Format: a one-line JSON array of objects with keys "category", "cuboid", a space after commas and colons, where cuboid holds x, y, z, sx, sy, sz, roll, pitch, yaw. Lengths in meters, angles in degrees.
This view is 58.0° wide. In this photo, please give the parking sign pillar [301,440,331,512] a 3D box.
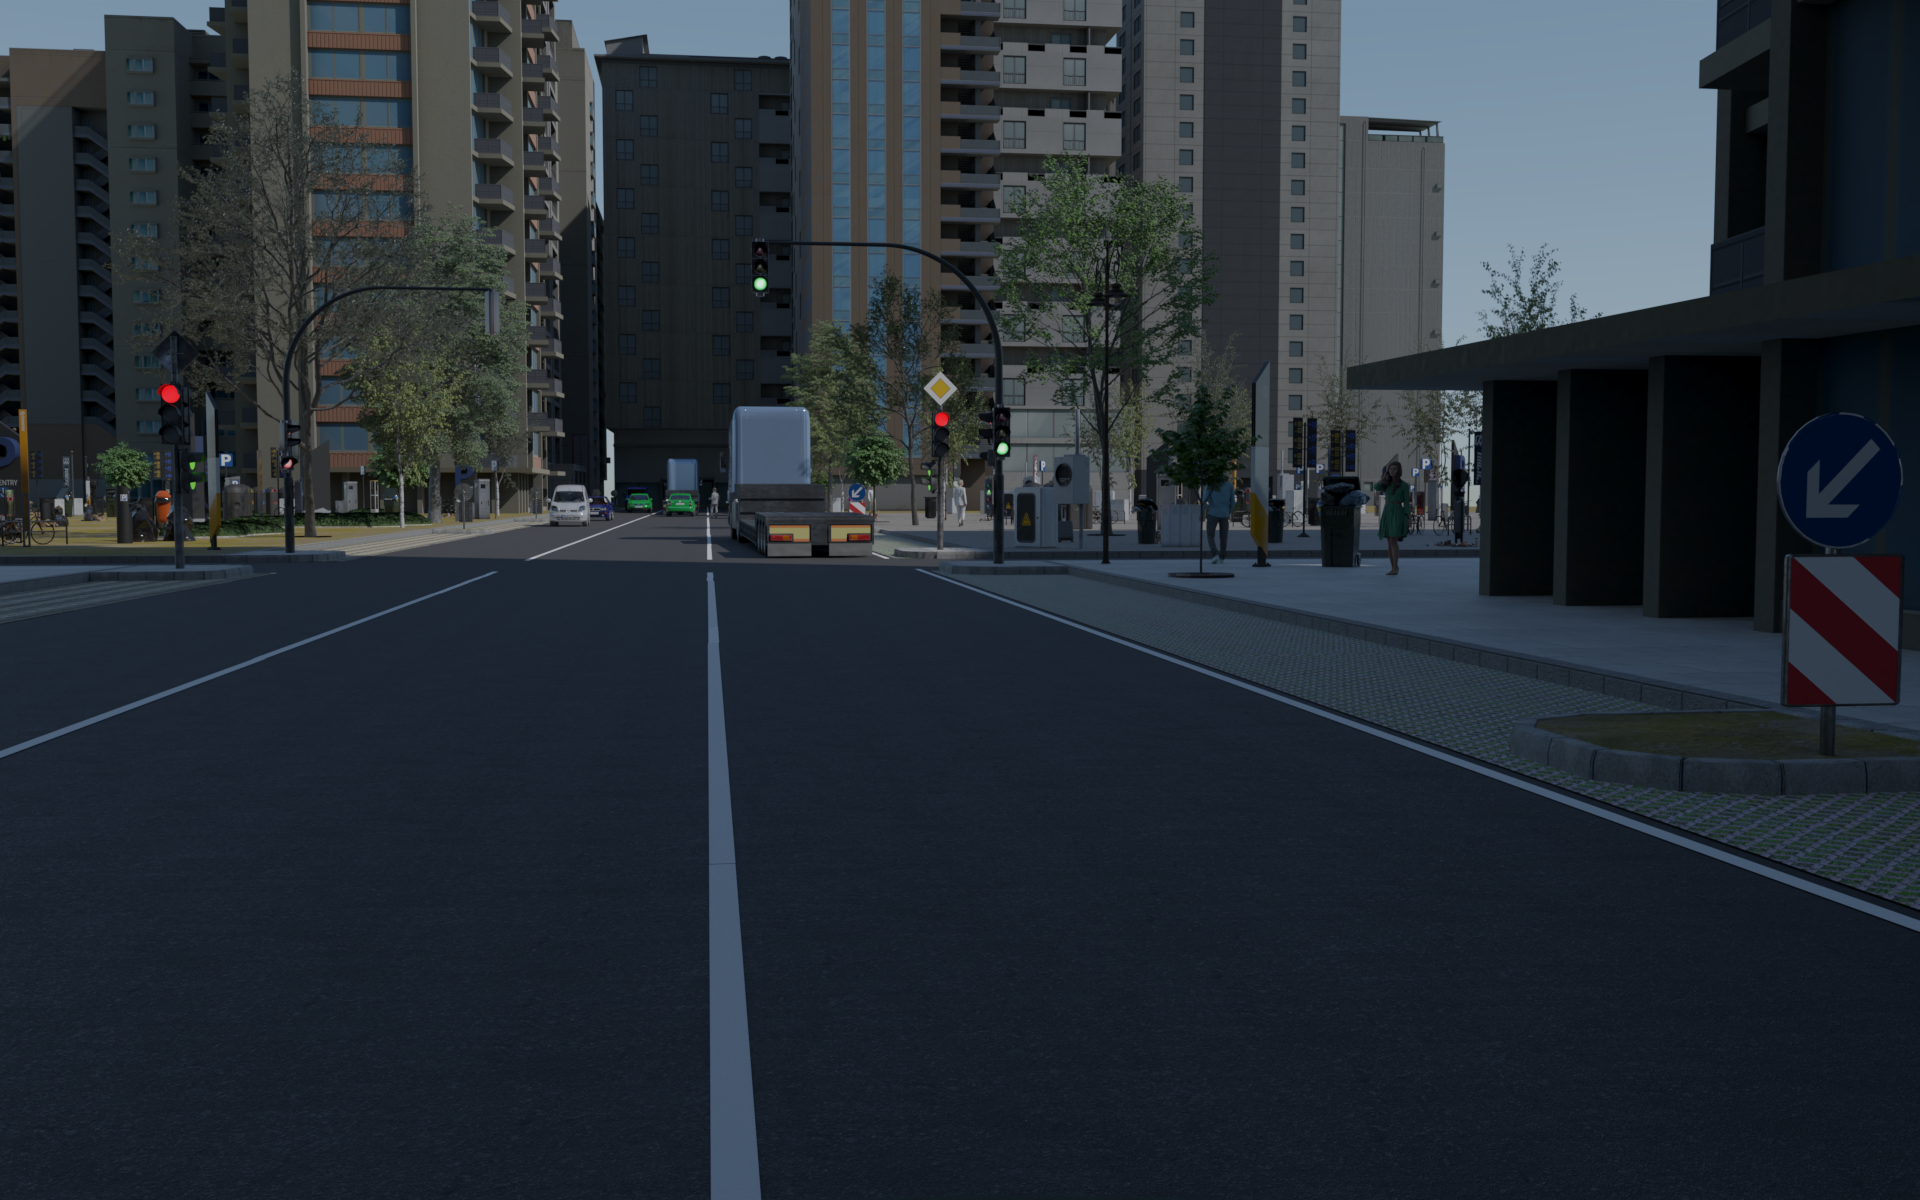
[{"category": "parking sign pillar", "cuboid": [-31.841, -5.938, 85.558, 1.447, 3.967, 1.447, -3, 4, -36]}]

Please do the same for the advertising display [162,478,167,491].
[{"category": "advertising display", "cuboid": [-32.238, -3.977, 70.234, 0.123, 1.923, 0.974, -1, 4, -23]}]

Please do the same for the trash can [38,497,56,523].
[{"category": "trash can", "cuboid": [-40.963, -4.042, 77.746, 0.748, 1.137, 0.748, 0, 3, 0]}]

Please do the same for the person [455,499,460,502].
[{"category": "person", "cuboid": [-22.864, -4.171, 78.915, 0.352, 1.250, 0.332, 0, 4, 6]}]

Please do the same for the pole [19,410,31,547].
[{"category": "pole", "cuboid": [-22.619, -2.939, 41.893, 0.158, 3.312, 0.155, 0, 3, 0]}]

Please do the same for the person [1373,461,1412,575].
[{"category": "person", "cuboid": [6.843, -1.282, 27.256, 0.600, 1.795, 0.529, 2, 4, 28]}]

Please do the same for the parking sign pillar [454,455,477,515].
[{"category": "parking sign pillar", "cuboid": [-30.455, -7.233, 106.738, 1.447, 3.967, 1.447, 0, 4, 0]}]

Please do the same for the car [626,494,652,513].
[{"category": "car", "cuboid": [-24.381, -7.522, 131.775, 1.959, 1.807, 4.718, -1, 4, -9]}]

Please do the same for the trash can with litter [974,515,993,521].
[{"category": "trash can with litter", "cuboid": [1.178, -4.374, 82.577, 1.678, 1.210, 2.233, 1, 4, 20]}]

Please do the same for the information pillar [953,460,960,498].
[{"category": "information pillar", "cuboid": [-0.233, -7.484, 113.712, 0.504, 3.616, 0.183, -2, 4, -27]}]

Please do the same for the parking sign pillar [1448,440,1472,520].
[{"category": "parking sign pillar", "cuboid": [24.829, -5.987, 86.364, 1.447, 3.967, 1.447, 2, 4, 29]}]

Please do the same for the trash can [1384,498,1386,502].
[{"category": "trash can", "cuboid": [16.329, -3.279, 65.267, 0.748, 1.137, 0.748, 0, 3, 0]}]

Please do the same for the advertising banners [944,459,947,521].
[{"category": "advertising banners", "cuboid": [-0.684, -5.425, 84.889, 0.090, 3.025, 2.074, 0, 4, 2]}]

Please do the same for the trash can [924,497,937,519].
[{"category": "trash can", "cuboid": [-1.536, -4.833, 90.667, 0.748, 1.137, 0.748, 0, 3, 0]}]

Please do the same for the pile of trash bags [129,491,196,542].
[{"category": "pile of trash bags", "cuboid": [-22.156, -2.336, 47.940, 1.912, 1.369, 3.447, -1, 4, -22]}]

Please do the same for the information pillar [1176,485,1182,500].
[{"category": "information pillar", "cuboid": [13.509, -6.266, 106.934, 0.304, 2.012, 0.304, -1, 4, -20]}]

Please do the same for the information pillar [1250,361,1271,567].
[{"category": "information pillar", "cuboid": [5.269, -2.387, 30.380, 0.183, 3.616, 0.504, 3, 5, 40]}]

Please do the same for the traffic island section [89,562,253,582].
[{"category": "traffic island section", "cuboid": [-13.469, -0.464, 29.865, 2.009, 0.180, 2.903, -1, 4, -8]}]

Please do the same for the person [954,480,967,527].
[{"category": "person", "cuboid": [0.011, -3.784, 67.781, 0.514, 1.842, 0.818, 0, 4, 2]}]

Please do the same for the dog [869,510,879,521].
[{"category": "dog", "cuboid": [-4.119, -4.039, 82.866, 0.406, 0.507, 0.540, 1, 4, 11]}]

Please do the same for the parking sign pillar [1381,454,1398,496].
[{"category": "parking sign pillar", "cuboid": [28.556, -7.747, 115.138, 1.447, 3.967, 1.447, -3, 5, -40]}]

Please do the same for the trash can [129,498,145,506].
[{"category": "trash can", "cuboid": [-30.331, -3.234, 64.525, 0.748, 1.137, 0.748, 0, 3, 0]}]

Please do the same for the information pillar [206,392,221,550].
[{"category": "information pillar", "cuboid": [-17.056, -2.949, 39.567, 0.183, 3.616, 0.504, -3, 5, -44]}]

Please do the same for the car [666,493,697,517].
[{"category": "car", "cuboid": [-17.842, -6.235, 110.738, 1.959, 1.807, 4.718, 0, 4, -7]}]

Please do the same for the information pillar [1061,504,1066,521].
[{"category": "information pillar", "cuboid": [3.378, -3.303, 58.495, 0.304, 2.012, 0.304, 2, 4, 28]}]

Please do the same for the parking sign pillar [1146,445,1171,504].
[{"category": "parking sign pillar", "cuboid": [9.915, -5.970, 86.087, 1.447, 3.967, 1.447, 3, 5, 39]}]

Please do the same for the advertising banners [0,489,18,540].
[{"category": "advertising banners", "cuboid": [-26.414, -3.127, 47.321, 0.090, 3.025, 2.074, 0, 4, 3]}]

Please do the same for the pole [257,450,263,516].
[{"category": "pole", "cuboid": [-32.741, -5.332, 81.018, 0.158, 3.312, 0.155, 0, 3, 0]}]

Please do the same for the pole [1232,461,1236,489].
[{"category": "pole", "cuboid": [13.082, -5.436, 82.725, 0.158, 3.312, 0.155, 0, 3, 0]}]

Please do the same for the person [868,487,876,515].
[{"category": "person", "cuboid": [-4.834, -5.392, 94.422, 0.478, 1.798, 0.641, -1, 4, -21]}]

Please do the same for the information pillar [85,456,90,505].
[{"category": "information pillar", "cuboid": [-54.266, -7.119, 107.758, 0.183, 3.616, 0.504, -1, 4, -11]}]

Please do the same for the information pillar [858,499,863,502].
[{"category": "information pillar", "cuboid": [-5.247, -5.268, 90.624, 0.304, 2.012, 0.304, 0, 4, 2]}]

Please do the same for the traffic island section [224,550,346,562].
[{"category": "traffic island section", "cuboid": [-14.623, -0.947, 37.767, 2.009, 0.180, 2.903, -1, 4, -8]}]

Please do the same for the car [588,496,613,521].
[{"category": "car", "cuboid": [-19.624, -4.934, 93.249, 1.945, 1.354, 3.894, 0, 4, -8]}]

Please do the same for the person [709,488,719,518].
[{"category": "person", "cuboid": [-14.532, -5.714, 102.116, 0.583, 1.804, 0.606, 2, 4, 34]}]

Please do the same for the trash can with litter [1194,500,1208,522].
[{"category": "trash can with litter", "cuboid": [10.912, -4.202, 80.092, 1.055, 1.170, 0.624, -1, 4, -9]}]

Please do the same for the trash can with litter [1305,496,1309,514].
[{"category": "trash can with litter", "cuboid": [22.210, -6.053, 110.360, 0.624, 1.170, 1.055, -1, 4, -20]}]

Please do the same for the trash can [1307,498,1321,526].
[{"category": "trash can", "cuboid": [14.448, -3.590, 70.356, 0.748, 1.137, 0.748, 0, 3, 0]}]

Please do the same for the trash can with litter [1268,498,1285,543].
[{"category": "trash can with litter", "cuboid": [8.179, -2.097, 45.668, 0.624, 1.170, 1.055, 0, 4, -5]}]

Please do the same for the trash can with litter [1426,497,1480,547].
[{"category": "trash can with litter", "cuboid": [12.333, -1.941, 42.785, 1.678, 1.210, 2.233, 0, 4, 1]}]

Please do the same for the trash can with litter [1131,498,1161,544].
[{"category": "trash can with litter", "cuboid": [4.851, -2.036, 44.676, 0.624, 1.170, 1.055, 2, 4, 25]}]

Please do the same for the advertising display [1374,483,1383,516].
[{"category": "advertising display", "cuboid": [24.241, -5.822, 100.409, 0.123, 1.923, 0.974, -1, 4, -9]}]

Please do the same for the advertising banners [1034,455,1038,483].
[{"category": "advertising banners", "cuboid": [3.110, -4.902, 76.331, 0.090, 3.025, 2.074, 1, 4, 20]}]

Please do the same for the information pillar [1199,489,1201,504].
[{"category": "information pillar", "cuboid": [10.833, -5.311, 78.195, 0.183, 3.616, 0.504, 1, 4, 12]}]

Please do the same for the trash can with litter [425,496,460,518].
[{"category": "trash can with litter", "cuboid": [-28.463, -5.062, 93.817, 1.678, 1.210, 2.233, 0, 4, 3]}]

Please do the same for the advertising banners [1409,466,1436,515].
[{"category": "advertising banners", "cuboid": [28.122, -6.706, 105.835, 2.074, 3.025, 0.090, 3, 5, 41]}]

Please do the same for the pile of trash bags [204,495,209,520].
[{"category": "pile of trash bags", "cuboid": [-35.842, -4.435, 82.269, 3.447, 1.369, 1.912, -1, 4, -21]}]

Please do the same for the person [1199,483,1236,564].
[{"category": "person", "cuboid": [4.771, -1.588, 32.020, 0.660, 1.820, 0.620, -1, 4, -12]}]

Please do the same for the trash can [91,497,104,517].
[{"category": "trash can", "cuboid": [-49.145, -5.326, 98.730, 0.748, 1.137, 0.748, 0, 3, 0]}]

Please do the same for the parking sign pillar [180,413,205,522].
[{"category": "parking sign pillar", "cuboid": [-25.996, -4.276, 58.387, 1.447, 3.967, 1.447, 3, 5, 41]}]

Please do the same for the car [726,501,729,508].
[{"category": "car", "cuboid": [-12.761, -5.612, 101.983, 2.015, 1.641, 3.980, -1, 4, -9]}]

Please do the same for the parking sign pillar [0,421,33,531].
[{"category": "parking sign pillar", "cuboid": [-32.305, -4.297, 58.732, 1.447, 3.967, 1.447, 0, 4, 8]}]

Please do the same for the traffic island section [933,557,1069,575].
[{"category": "traffic island section", "cuboid": [0.723, -0.590, 31.926, 2.009, 0.180, 2.903, -1, 4, -8]}]

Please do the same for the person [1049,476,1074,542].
[{"category": "person", "cuboid": [2.616, -2.463, 46.536, 0.699, 1.804, 1.509, 0, 4, -4]}]

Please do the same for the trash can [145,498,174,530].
[{"category": "trash can", "cuboid": [-28.360, -3.063, 61.737, 0.748, 1.137, 0.748, 0, 3, 0]}]

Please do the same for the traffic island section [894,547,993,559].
[{"category": "traffic island section", "cuboid": [-0.431, -1.073, 39.827, 2.009, 0.180, 2.903, -1, 4, -8]}]

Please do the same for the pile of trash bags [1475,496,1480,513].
[{"category": "pile of trash bags", "cuboid": [35.375, -6.610, 117.821, 3.447, 1.369, 1.912, 2, 4, 31]}]

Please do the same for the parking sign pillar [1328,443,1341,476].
[{"category": "parking sign pillar", "cuboid": [15.822, -5.177, 73.123, 1.447, 3.967, 1.447, 0, 4, 7]}]

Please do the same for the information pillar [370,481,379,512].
[{"category": "information pillar", "cuboid": [-31.902, -5.496, 94.344, 0.304, 2.012, 0.304, 1, 4, 12]}]

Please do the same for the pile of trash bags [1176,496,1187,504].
[{"category": "pile of trash bags", "cuboid": [12.879, -5.470, 99.189, 3.447, 1.369, 1.912, 1, 4, 14]}]
